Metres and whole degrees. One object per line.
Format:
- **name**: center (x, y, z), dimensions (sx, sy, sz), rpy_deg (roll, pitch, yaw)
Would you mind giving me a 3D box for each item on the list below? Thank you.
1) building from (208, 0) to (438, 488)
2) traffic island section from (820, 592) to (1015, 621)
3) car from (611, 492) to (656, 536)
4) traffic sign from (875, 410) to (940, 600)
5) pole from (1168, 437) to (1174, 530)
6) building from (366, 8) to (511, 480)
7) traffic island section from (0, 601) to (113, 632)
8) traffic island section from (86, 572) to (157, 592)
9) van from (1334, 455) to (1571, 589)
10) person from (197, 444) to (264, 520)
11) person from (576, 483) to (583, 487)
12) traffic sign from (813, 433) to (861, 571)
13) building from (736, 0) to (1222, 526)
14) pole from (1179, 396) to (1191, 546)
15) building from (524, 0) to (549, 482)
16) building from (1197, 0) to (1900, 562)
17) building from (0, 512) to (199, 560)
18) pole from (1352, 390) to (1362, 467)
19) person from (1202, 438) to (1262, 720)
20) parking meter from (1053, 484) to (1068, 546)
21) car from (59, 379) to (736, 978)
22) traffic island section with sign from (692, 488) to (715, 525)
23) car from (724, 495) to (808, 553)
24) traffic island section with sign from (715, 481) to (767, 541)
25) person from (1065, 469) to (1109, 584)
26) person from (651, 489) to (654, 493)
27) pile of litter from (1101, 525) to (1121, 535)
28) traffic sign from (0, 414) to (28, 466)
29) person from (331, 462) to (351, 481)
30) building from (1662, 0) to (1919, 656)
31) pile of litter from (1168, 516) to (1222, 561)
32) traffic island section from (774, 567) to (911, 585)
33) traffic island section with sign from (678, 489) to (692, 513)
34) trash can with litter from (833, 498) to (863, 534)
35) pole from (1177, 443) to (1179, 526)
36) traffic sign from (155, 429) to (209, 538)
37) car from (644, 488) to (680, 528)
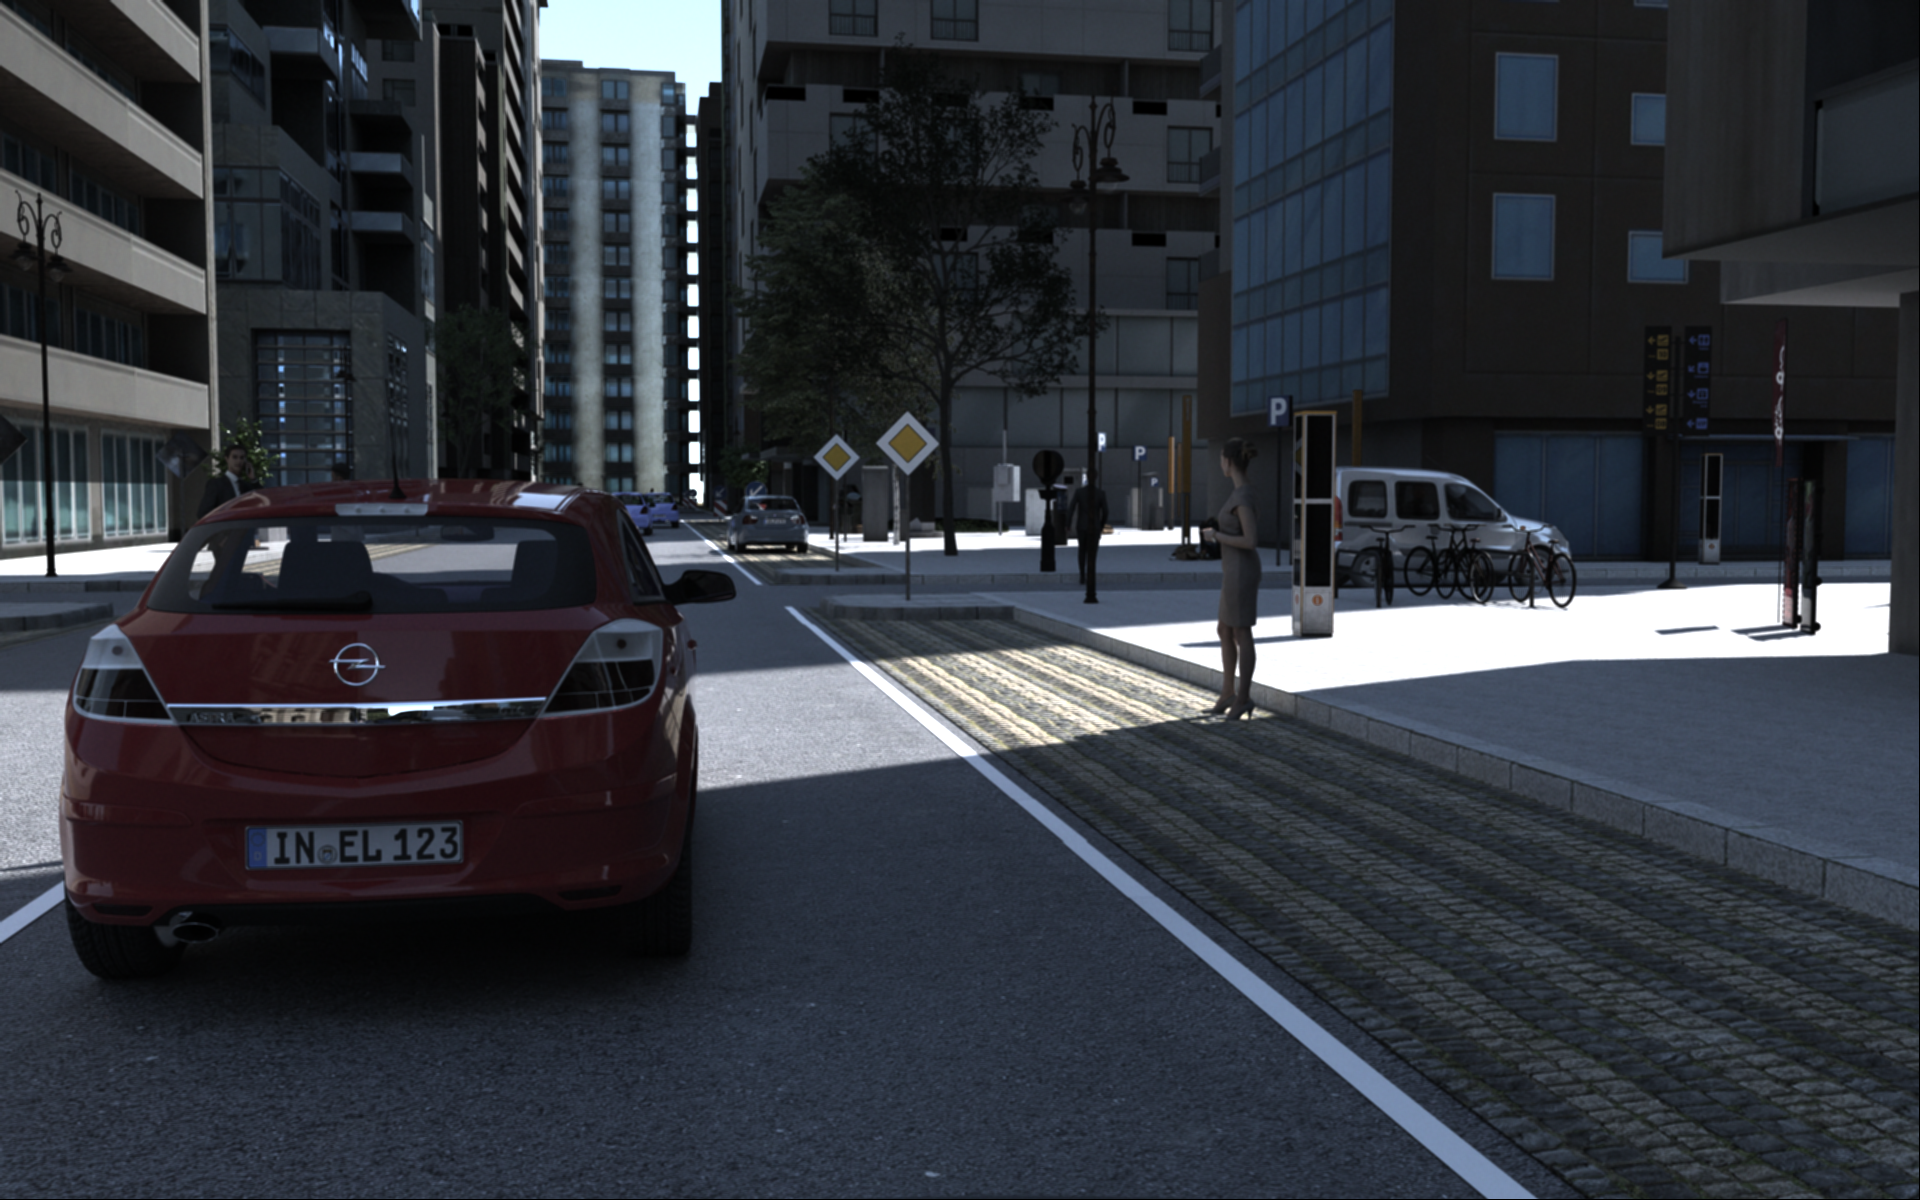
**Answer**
- **building**: center (-32.087, -46.086, 66.184), dimensions (22.319, 86.520, 31.000), rpy_deg (-1, 4, -10)
- **traffic island section**: center (-0.610, 0.084, 20.912), dimensions (2.009, 0.180, 2.903), rpy_deg (-1, 4, -10)
- **car**: center (-11.689, -3.135, 60.841), dimensions (1.945, 1.707, 3.694), rpy_deg (-1, 4, -8)
- **traffic sign**: center (-0.632, -1.051, 20.831), dimensions (0.795, 2.450, 0.064), rpy_deg (-1, 4, -10)
- **pole**: center (7.519, -4.150, 61.694), dimensions (0.158, 3.312, 0.155), rpy_deg (0, 3, 0)
- **building**: center (-35.627, -20.480, 106.548), dimensions (14.160, 30.474, 14.107), rpy_deg (-1, 4, -10)
- **traffic island section**: center (-10.692, 0.194, 19.115), dimensions (2.009, 0.180, 2.903), rpy_deg (-1, 4, -10)
- **traffic island section**: center (-12.102, -0.287, 26.975), dimensions (2.009, 0.180, 2.903), rpy_deg (-1, 4, -10)
- **van**: center (7.316, -1.204, 26.694), dimensions (4.112, 2.044, 2.013), rpy_deg (-1, 4, -10)
- **person**: center (-6.765, -0.510, 16.203), dimensions (0.474, 1.900, 0.648), rpy_deg (0, 4, 5)
- **person**: center (-12.078, -2.830, 55.014), dimensions (0.529, 1.795, 0.600), rpy_deg (0, 4, 5)
- **traffic sign**: center (-2.042, -1.532, 28.691), dimensions (0.795, 2.450, 0.064), rpy_deg (-1, 4, -10)
- **building**: center (3.617, -30.095, 81.295), dimensions (28.713, 52.752, 27.495), rpy_deg (-1, 4, -10)
- **pole**: center (4.705, -2.577, 35.979), dimensions (0.158, 3.312, 0.155), rpy_deg (0, 3, 0)
- **building**: center (-51.996, -34.759, 157.548), dimensions (27.495, 52.752, 28.713), rpy_deg (-1, 4, -10)
- **building**: center (14.319, -23.736, 38.203), dimensions (14.200, 45.320, 14.600), rpy_deg (-1, 4, -10)
- **building**: center (-28.595, -25.045, 33.186), dimensions (21.300, 48.544, 21.600), rpy_deg (-1, 4, -10)
- **pole**: center (7.786, -2.458, 34.027), dimensions (0.158, 3.312, 0.155), rpy_deg (0, 3, 0)
- **person**: center (1.712, -0.128, 10.932), dimensions (0.374, 1.781, 0.599), rpy_deg (0, 4, 7)
- **parking meter**: center (2.498, -2.125, 43.162), dimensions (0.372, 1.533, 0.369), rpy_deg (0, 3, 0)
- **car**: center (-1.939, 0.142, 6.716), dimensions (2.155, 1.783, 4.494), rpy_deg (-1, 4, -9)
- **traffic island section with sign**: center (-11.223, -4.368, 80.038), dimensions (1.989, 1.847, 2.006), rpy_deg (-1, 4, -10)
- **car**: center (-4.817, -1.904, 43.139), dimensions (2.014, 1.417, 4.499), rpy_deg (-1, 4, -11)
- **traffic island section with sign**: center (-6.421, -2.732, 53.302), dimensions (1.989, 1.847, 2.006), rpy_deg (-1, 4, -10)
- **person**: center (2.024, -1.167, 27.357), dimensions (0.659, 1.850, 0.755), rpy_deg (1, 4, 10)
- **person**: center (-21.288, -6.799, 119.687), dimensions (0.705, 1.821, 1.348), rpy_deg (-2, 4, -27)
- **pile of litter**: center (4.384, -2.522, 55.204), dimensions (1.719, 0.858, 1.176), rpy_deg (-1, 4, -20)
- **traffic sign**: center (-10.670, -0.943, 19.057), dimensions (0.795, 2.450, 0.064), rpy_deg (-1, 4, -10)
- **person**: center (-7.271, -0.713, 20.342), dimensions (0.466, 1.800, 0.511), rpy_deg (0, 4, 2)
- **building**: center (11.692, -19.808, 7.456), dimensions (14.154, 41.232, 14.086), rpy_deg (-1, 4, -10)
- **pile of litter**: center (4.653, -1.223, 33.968), dimensions (1.719, 0.858, 1.176), rpy_deg (-3, 5, -42)
- **traffic island section**: center (-2.020, -0.397, 28.772), dimensions (2.009, 0.180, 2.903), rpy_deg (-1, 4, -10)
- **traffic island section with sign**: center (-19.999, -7.358, 128.933), dimensions (1.989, 1.847, 2.006), rpy_deg (-1, 4, -10)
- **trash can with litter**: center (-3.543, -2.706, 55.628), dimensions (1.055, 1.170, 0.624), rpy_deg (-3, 5, -44)
- **pole**: center (8.767, -4.611, 69.234), dimensions (0.158, 3.312, 0.155), rpy_deg (0, 3, 0)
- **traffic sign**: center (-12.080, -1.424, 26.918), dimensions (0.795, 2.450, 0.064), rpy_deg (-1, 4, -10)
- **car**: center (-12.925, -3.943, 74.064), dimensions (1.945, 1.707, 3.694), rpy_deg (-1, 4, -12)
